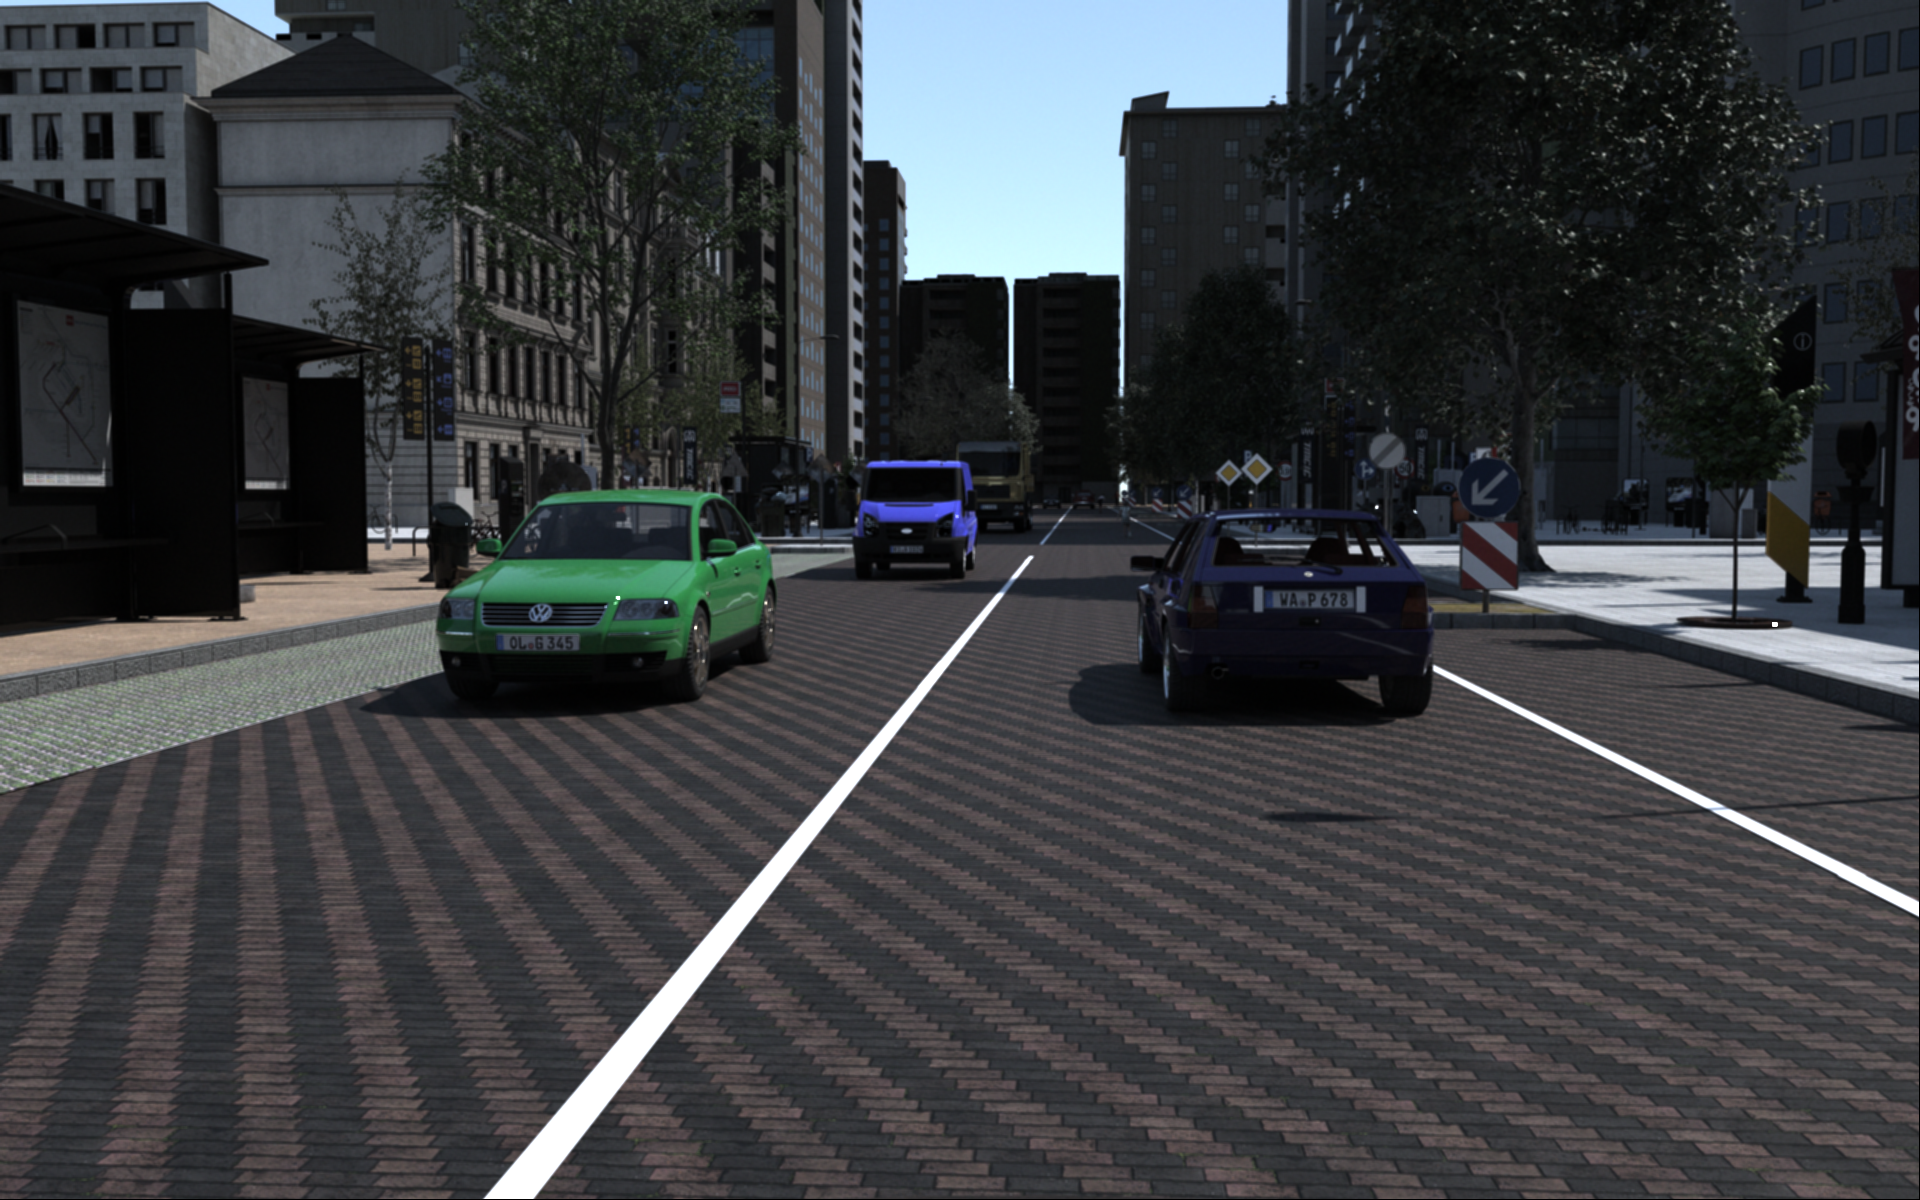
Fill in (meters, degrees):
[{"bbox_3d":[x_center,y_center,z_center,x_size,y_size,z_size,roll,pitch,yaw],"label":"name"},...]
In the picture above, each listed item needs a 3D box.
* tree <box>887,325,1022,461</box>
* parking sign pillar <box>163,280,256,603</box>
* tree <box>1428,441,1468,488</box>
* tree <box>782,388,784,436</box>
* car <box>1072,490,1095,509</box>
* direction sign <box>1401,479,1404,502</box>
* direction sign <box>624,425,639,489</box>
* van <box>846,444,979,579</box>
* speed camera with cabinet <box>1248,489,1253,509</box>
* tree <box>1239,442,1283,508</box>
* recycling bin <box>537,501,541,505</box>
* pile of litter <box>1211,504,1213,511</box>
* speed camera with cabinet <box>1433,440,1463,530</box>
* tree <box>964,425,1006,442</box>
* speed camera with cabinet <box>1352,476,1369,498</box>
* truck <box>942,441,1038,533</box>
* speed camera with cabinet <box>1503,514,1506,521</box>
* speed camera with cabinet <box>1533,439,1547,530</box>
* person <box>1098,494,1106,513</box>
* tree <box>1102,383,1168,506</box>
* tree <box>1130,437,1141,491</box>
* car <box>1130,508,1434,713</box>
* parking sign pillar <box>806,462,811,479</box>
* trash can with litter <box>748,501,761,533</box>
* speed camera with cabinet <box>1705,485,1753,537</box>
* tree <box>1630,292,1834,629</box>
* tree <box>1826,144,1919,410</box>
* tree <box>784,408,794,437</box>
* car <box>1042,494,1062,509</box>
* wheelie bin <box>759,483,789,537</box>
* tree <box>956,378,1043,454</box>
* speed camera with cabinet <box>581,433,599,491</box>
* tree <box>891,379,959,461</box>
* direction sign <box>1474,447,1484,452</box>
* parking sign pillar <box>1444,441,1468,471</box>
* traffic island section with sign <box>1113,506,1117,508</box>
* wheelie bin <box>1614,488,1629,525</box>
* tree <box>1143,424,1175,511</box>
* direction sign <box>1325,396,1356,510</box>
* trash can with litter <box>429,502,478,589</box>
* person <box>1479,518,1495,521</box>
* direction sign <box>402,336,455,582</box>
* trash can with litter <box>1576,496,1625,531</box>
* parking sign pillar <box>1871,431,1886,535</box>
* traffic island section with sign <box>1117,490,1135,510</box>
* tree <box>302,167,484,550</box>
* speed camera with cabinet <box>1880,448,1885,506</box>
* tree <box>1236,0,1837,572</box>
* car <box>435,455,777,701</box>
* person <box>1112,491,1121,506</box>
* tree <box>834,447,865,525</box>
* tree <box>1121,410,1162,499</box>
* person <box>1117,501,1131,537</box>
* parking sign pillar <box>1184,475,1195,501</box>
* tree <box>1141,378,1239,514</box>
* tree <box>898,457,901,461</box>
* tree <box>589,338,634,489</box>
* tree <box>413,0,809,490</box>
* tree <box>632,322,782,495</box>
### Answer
[{"bbox_3d":[-0.297,-13.133,125.099,12.009,13.543,11.850,0,3,0],"label":"tree"},{"bbox_3d":[-9.127,-1.953,20.411,1.447,3.967,1.447,3,5,42],"label":"parking sign pillar"},{"bbox_3d":[30.139,-7.549,107.135,4.285,4.588,4.351,0,3,0],"label":"tree"},{"bbox_3d":[-11.999,-8.225,84.837,4.737,8.622,4.395,0,3,0],"label":"tree"},{"bbox_3d":[11.918,-9.675,166.862,2.281,1.827,5.304,0,4,2],"label":"car"},{"bbox_3d":[25.332,-6.559,99.229,0.379,3.537,0.876,0,4,4],"label":"direction sign"},{"bbox_3d":[-10.764,-3.968,56.868,0.379,3.537,0.876,1,4,22],"label":"direction sign"},{"bbox_3d":[-0.742,-1.635,31.124,2.240,2.365,5.245,0,4,3],"label":"van"},{"bbox_3d":[16.985,-6.540,101.270,0.660,3.252,2.038,2,4,34],"label":"speed camera with cabinet"},{"bbox_3d":[11.098,-4.258,64.225,1.663,3.219,1.824,0,3,0],"label":"tree"},{"bbox_3d":[-14.311,-2.942,60.662,0.722,1.027,0.722,3,4,38],"label":"recycling bin"},{"bbox_3d":[15.042,-5.470,103.395,1.176,0.858,1.719,0,4,5],"label":"pile of litter"},{"bbox_3d":[17.606,-4.158,62.319,0.660,3.252,2.038,0,4,-1],"label":"speed camera with cabinet"},{"bbox_3d":[2.495,-13.388,169.259,4.737,8.622,4.395,0,3,0],"label":"tree"},{"bbox_3d":[20.785,-5.798,89.139,2.038,3.252,0.660,0,4,6],"label":"speed camera with cabinet"},{"bbox_3d":[1.365,-4.295,66.142,3.469,3.379,9.791,0,4,5],"label":"truck"},{"bbox_3d":[19.045,-4.086,61.137,2.038,3.252,0.660,-2,4,-32],"label":"speed camera with cabinet"},{"bbox_3d":[20.817,-4.207,63.128,0.660,3.252,2.038,0,4,4],"label":"speed camera with cabinet"},{"bbox_3d":[10.619,-7.208,129.542,0.628,1.438,0.799,0,4,3],"label":"person"},{"bbox_3d":[20.589,-17.521,193.126,9.857,13.997,8.962,0,3,0],"label":"tree"},{"bbox_3d":[19.998,-14.331,184.666,4.737,8.622,4.395,0,3,0],"label":"tree"},{"bbox_3d":[2.256,-0.008,12.718,1.945,1.354,3.894,0,4,2],"label":"car"},{"bbox_3d":[-8.532,-6.312,91.667,1.447,3.967,1.447,2,4,26],"label":"parking sign pillar"},{"bbox_3d":[-6.645,-2.828,57.621,0.624,1.170,1.055,2,4,34],"label":"trash can with litter"},{"bbox_3d":[23.505,-3.582,52.897,0.660,3.252,2.038,0,4,-1],"label":"speed camera with cabinet"},{"bbox_3d":[7.581,-1.351,16.693,1.663,3.219,1.824,0,3,0],"label":"tree"},{"bbox_3d":[20.740,-5.316,37.280,4.360,8.622,3.978,0,3,0],"label":"tree"},{"bbox_3d":[-12.590,-9.896,112.168,4.737,8.622,4.395,0,3,0],"label":"tree"},{"bbox_3d":[9.124,-9.894,171.553,2.009,1.686,4.222,0,4,6],"label":"car"},{"bbox_3d":[-5.558,-2.665,51.488,0.980,1.594,0.693,1,4,14],"label":"wheelie bin"},{"bbox_3d":[4.203,-17.273,189.066,9.857,13.997,8.962,0,3,0],"label":"tree"},{"bbox_3d":[-11.985,-3.760,55.814,0.660,3.252,2.038,-1,4,-10],"label":"speed camera with cabinet"},{"bbox_3d":[-2.004,-9.775,110.189,4.360,8.622,3.978,0,3,0],"label":"tree"},{"bbox_3d":[25.095,-5.619,83.872,0.379,3.537,0.876,-1,4,-11],"label":"direction sign"},{"bbox_3d":[24.949,-6.030,87.062,1.447,3.967,1.447,-3,5,-42],"label":"parking sign pillar"},{"bbox_3d":[16.878,-10.426,179.090,1.989,1.847,2.006,0,4,4],"label":"traffic island section with sign"},{"bbox_3d":[28.032,-3.989,73.126,0.693,1.594,0.980,0,4,5],"label":"wheelie bin"},{"bbox_3d":[15.671,-10.949,129.379,4.360,8.622,3.978,0,3,0],"label":"tree"},{"bbox_3d":[8.849,-2.955,40.313,0.379,3.537,0.876,-3,4,-37],"label":"direction sign"},{"bbox_3d":[-6.735,-0.737,23.437,0.624,1.170,1.055,-3,5,-42],"label":"trash can with litter"},{"bbox_3d":[13.408,-2.149,43.660,0.654,1.822,0.581,0,4,3],"label":"person"},{"bbox_3d":[-7.745,-2.037,25.299,0.379,3.537,0.876,2,4,35],"label":"direction sign"},{"bbox_3d":[22.263,-3.005,60.182,2.233,1.210,1.678,-1,4,-12],"label":"trash can with litter"},{"bbox_3d":[29.277,-4.005,53.957,1.447,3.967,1.447,-1,4,-19],"label":"parking sign pillar"},{"bbox_3d":[14.941,-8.743,151.571,1.989,1.847,2.006,0,4,4],"label":"traffic island section with sign"},{"bbox_3d":[-13.136,-5.472,39.835,4.360,8.622,3.978,0,3,0],"label":"tree"},{"bbox_3d":[18.212,-2.313,32.161,2.038,3.252,0.660,0,4,-8],"label":"speed camera with cabinet"},{"bbox_3d":[9.402,-6.814,28.417,9.611,12.733,9.660,0,3,0],"label":"tree"},{"bbox_3d":[-2.583,-0.286,13.469,1.959,1.807,4.718,0,4,3],"label":"car"},{"bbox_3d":[17.994,-11.615,198.368,1.348,1.831,0.705,-2,4,-25],"label":"person"},{"bbox_3d":[-4.627,-4.731,71.949,1.663,3.219,1.824,0,3,0],"label":"tree"},{"bbox_3d":[18.694,-14.021,163.654,7.601,10.594,8.767,0,4,-7],"label":"tree"},{"bbox_3d":[5.452,-2.686,57.437,0.505,1.210,0.382,1,4,15],"label":"person"},{"bbox_3d":[16.034,-8.102,120.946,1.447,3.967,1.447,0,4,-8],"label":"parking sign pillar"},{"bbox_3d":[13.440,-8.962,96.894,4.737,8.622,4.395,0,3,0],"label":"tree"},{"bbox_3d":[-3.033,-5.794,89.333,1.663,3.219,1.824,0,3,0],"label":"tree"},{"bbox_3d":[-14.755,-7.783,77.614,4.737,8.622,4.395,0,3,0],"label":"tree"},{"bbox_3d":[-6.548,-6.512,32.223,9.928,11.665,9.643,0,3,0],"label":"tree"},{"bbox_3d":[-10.506,-7.468,72.462,4.737,8.622,4.395,0,3,0],"label":"tree"}]
